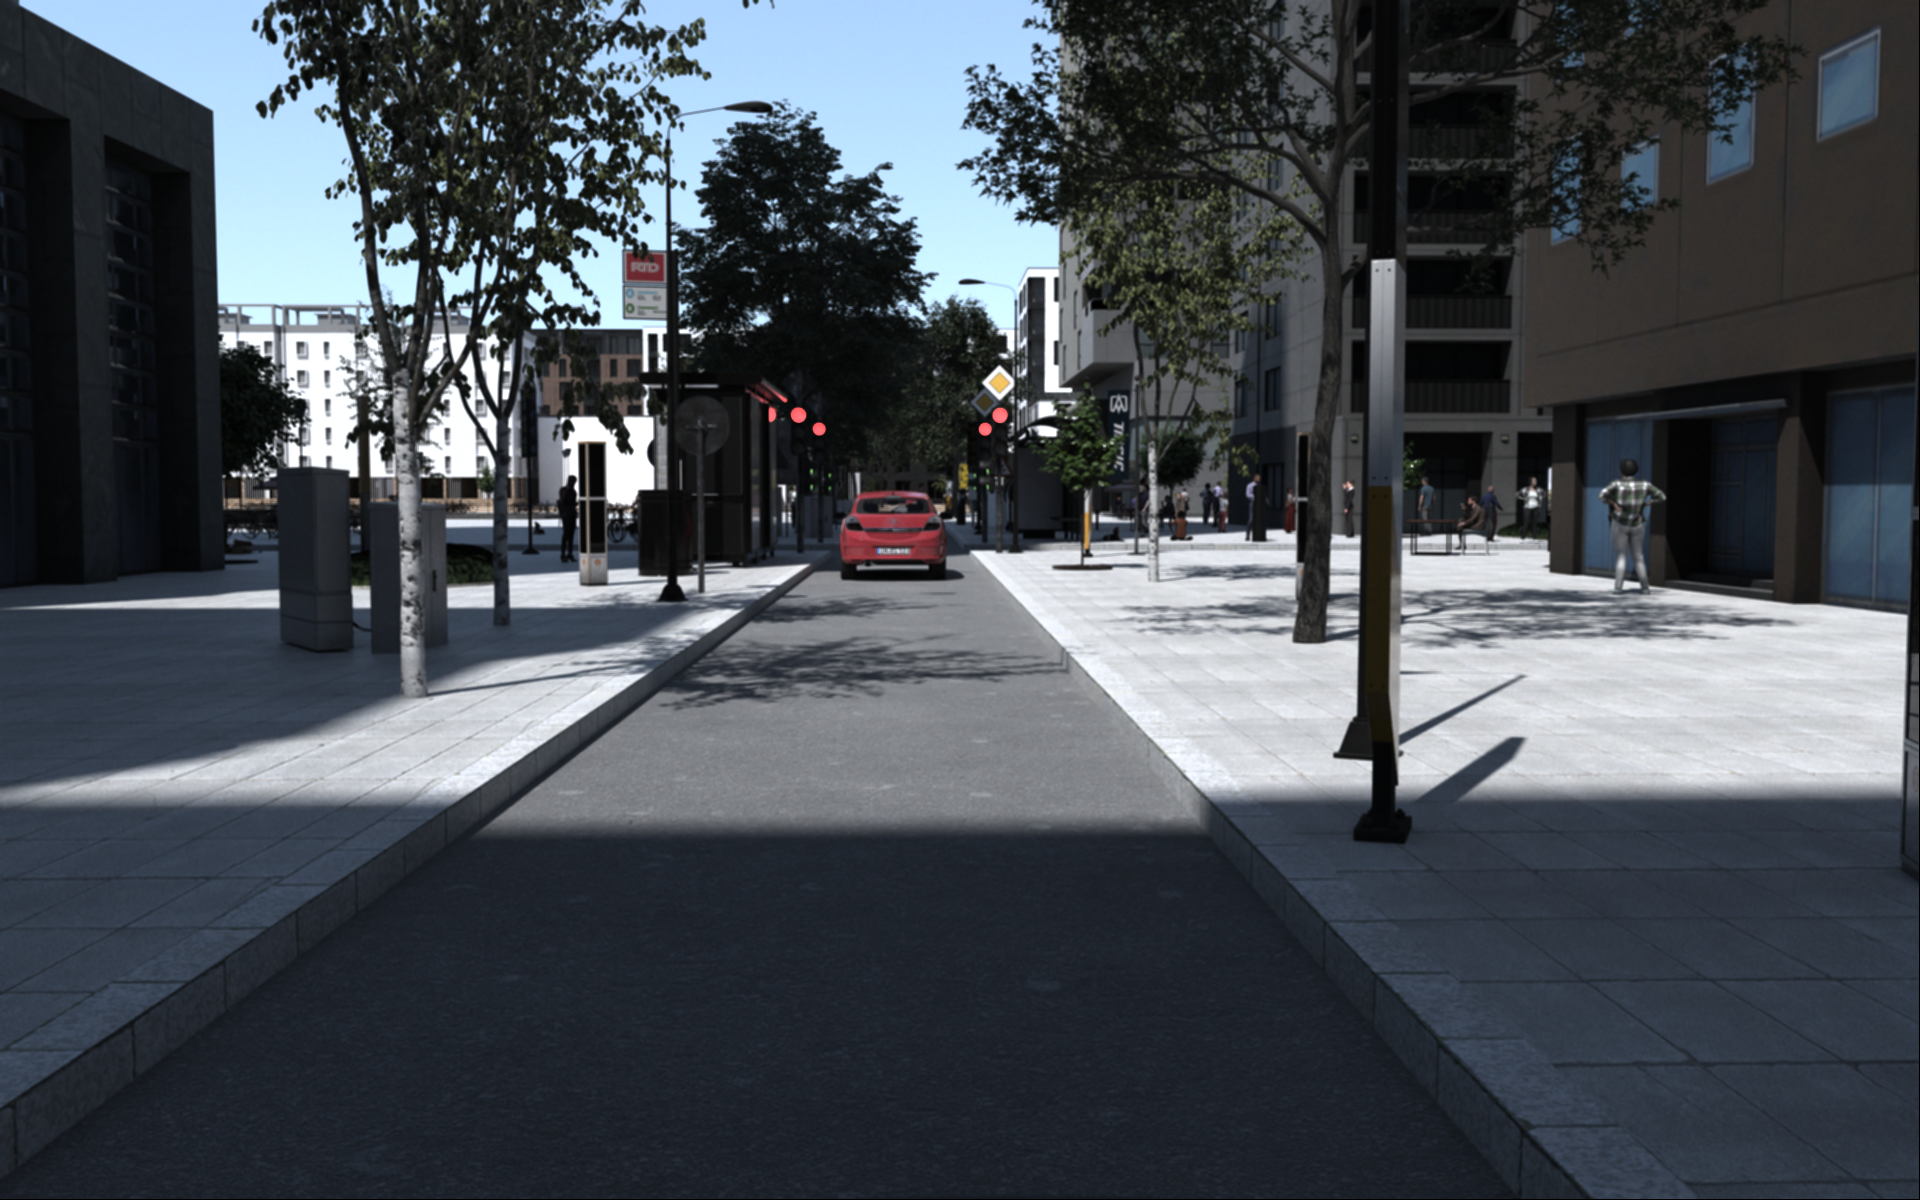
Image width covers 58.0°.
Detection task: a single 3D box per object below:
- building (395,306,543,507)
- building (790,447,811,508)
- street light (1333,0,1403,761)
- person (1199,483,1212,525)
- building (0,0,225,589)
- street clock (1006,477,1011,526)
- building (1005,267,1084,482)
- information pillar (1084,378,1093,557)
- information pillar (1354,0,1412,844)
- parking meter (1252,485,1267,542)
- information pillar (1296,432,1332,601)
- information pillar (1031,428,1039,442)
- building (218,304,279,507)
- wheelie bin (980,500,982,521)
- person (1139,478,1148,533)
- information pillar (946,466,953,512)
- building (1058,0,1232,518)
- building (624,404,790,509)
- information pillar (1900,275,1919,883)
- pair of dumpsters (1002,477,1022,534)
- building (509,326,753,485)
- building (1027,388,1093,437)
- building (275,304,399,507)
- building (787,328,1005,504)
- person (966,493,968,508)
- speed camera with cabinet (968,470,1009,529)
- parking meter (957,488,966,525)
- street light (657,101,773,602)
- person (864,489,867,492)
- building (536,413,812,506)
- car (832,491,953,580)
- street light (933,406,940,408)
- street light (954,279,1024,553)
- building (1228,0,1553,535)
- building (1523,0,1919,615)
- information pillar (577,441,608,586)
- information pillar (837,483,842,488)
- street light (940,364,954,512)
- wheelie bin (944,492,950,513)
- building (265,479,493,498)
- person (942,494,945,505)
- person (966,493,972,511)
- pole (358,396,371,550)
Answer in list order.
[{"bbox_3d":[-50.218,-19.812,180.348,11.380,20.091,16.016,0,4,-1],"label":"building"},{"bbox_3d":[-19.761,-13.530,163.364,9.099,9.664,28.070,0,4,-1],"label":"building"},{"bbox_3d":[1.457,-2.186,8.290,1.470,5.913,1.316,0,4,-1],"label":"street light"},{"bbox_3d":[10.148,-3.948,71.317,0.376,1.734,0.841,-1,4,-10],"label":"person"},{"bbox_3d":[-27.745,-42.978,15.368,31.000,86.520,22.319,0,4,-1],"label":"building"},{"bbox_3d":[1.987,-3.892,68.208,0.358,2.002,0.471,1,4,19],"label":"street clock"},{"bbox_3d":[19.607,-20.117,172.882,27.936,21.610,32.646,0,4,-1],"label":"building"},{"bbox_3d":[2.616,-2.686,35.278,0.183,3.616,0.504,1,4,13],"label":"information pillar"},{"bbox_3d":[1.570,-0.917,6.348,0.183,3.616,0.504,1,4,19],"label":"information pillar"},{"bbox_3d":[8.039,-2.331,46.518,0.372,1.533,0.369,0,3,0],"label":"parking meter"},{"bbox_3d":[4.233,-0.994,20.739,0.304,2.012,0.304,-1,4,-18],"label":"information pillar"},{"bbox_3d":[2.682,-4.297,61.617,0.183,3.616,0.504,-2,4,-33],"label":"information pillar"},{"bbox_3d":[-73.028,-19.693,178.401,11.380,20.091,16.016,0,4,-1],"label":"building"},{"bbox_3d":[1.227,-4.552,82.334,0.693,1.594,0.980,-1,4,-23],"label":"wheelie bin"},{"bbox_3d":[6.106,-3.099,56.860,0.789,1.805,0.875,0,4,5],"label":"person"},{"bbox_3d":[-0.589,-6.946,104.921,0.504,3.616,0.183,0,4,6],"label":"information pillar"},{"bbox_3d":[20.555,-31.659,106.870,28.713,52.752,27.495,0,4,-1],"label":"building"},{"bbox_3d":[-19.029,-11.790,134.914,9.099,9.664,28.070,0,4,-1],"label":"building"},{"bbox_3d":[3.317,-0.073,5.678,0.304,2.012,0.304,1,4,14],"label":"information pillar"},{"bbox_3d":[2.263,-3.409,58.223,1.574,2.255,4.437,0,4,-1],"label":"pair of dumpsters"},{"bbox_3d":[-41.105,-23.299,224.917,32.646,21.610,27.936,0,4,-1],"label":"building"},{"bbox_3d":[10.928,-12.265,142.683,9.099,9.664,28.070,0,4,-1],"label":"building"},{"bbox_3d":[-61.666,-19.745,179.252,11.380,20.091,16.016,0,4,-1],"label":"building"},{"bbox_3d":[-7.617,-23.439,227.207,32.646,21.610,27.936,0,4,-1],"label":"building"},{"bbox_3d":[0.783,-9.502,162.133,1.217,1.736,0.721,1,4,17],"label":"person"},{"bbox_3d":[1.101,-4.336,65.226,0.660,3.252,2.038,-2,4,-33],"label":"speed camera with cabinet"},{"bbox_3d":[0.047,-3.900,72.179,0.372,1.533,0.369,0,3,0],"label":"parking meter"},{"bbox_3d":[-2.911,-2.941,20.624,1.470,5.913,1.316,0,4,-1],"label":"street light"},{"bbox_3d":[-8.058,-8.718,149.295,0.721,1.735,1.217,0,4,-5],"label":"person"},{"bbox_3d":[-29.883,-14.799,184.117,28.070,9.664,9.099,0,4,-1],"label":"building"},{"bbox_3d":[-1.180,-1.310,30.452,2.155,1.783,4.494,0,4,-2],"label":"car"},{"bbox_3d":[-0.692,-7.246,91.013,1.470,5.913,1.316,0,4,-1],"label":"street light"},{"bbox_3d":[0.667,-3.975,37.535,1.470,5.913,1.316,0,4,-1],"label":"street light"},{"bbox_3d":[21.911,-38.164,62.233,20.611,71.187,20.563,0,4,-1],"label":"building"},{"bbox_3d":[16.370,-22.651,20.455,14.600,45.320,14.200,0,4,-1],"label":"building"},{"bbox_3d":[-5.136,-1.207,24.224,0.304,2.012,0.304,-3,4,-36],"label":"information pillar"},{"bbox_3d":[-6.460,-5.327,91.588,0.304,2.012,0.304,-3,4,-36],"label":"information pillar"},{"bbox_3d":[0.120,-5.464,61.879,1.470,5.913,1.316,0,4,-1],"label":"street light"},{"bbox_3d":[-0.568,-6.370,112.052,0.980,1.594,0.693,3,4,38],"label":"wheelie bin"},{"bbox_3d":[-71.457,-16.657,214.494,28.070,9.664,9.099,0,4,-1],"label":"building"},{"bbox_3d":[-1.694,-11.357,194.925,0.799,1.438,0.628,2,4,28],"label":"person"},{"bbox_3d":[0.790,-7.547,130.372,0.756,1.711,0.436,-1,4,-12],"label":"person"},{"bbox_3d":[-12.383,-2.580,36.032,0.158,3.312,0.155,0,3,0],"label":"pole"}]
